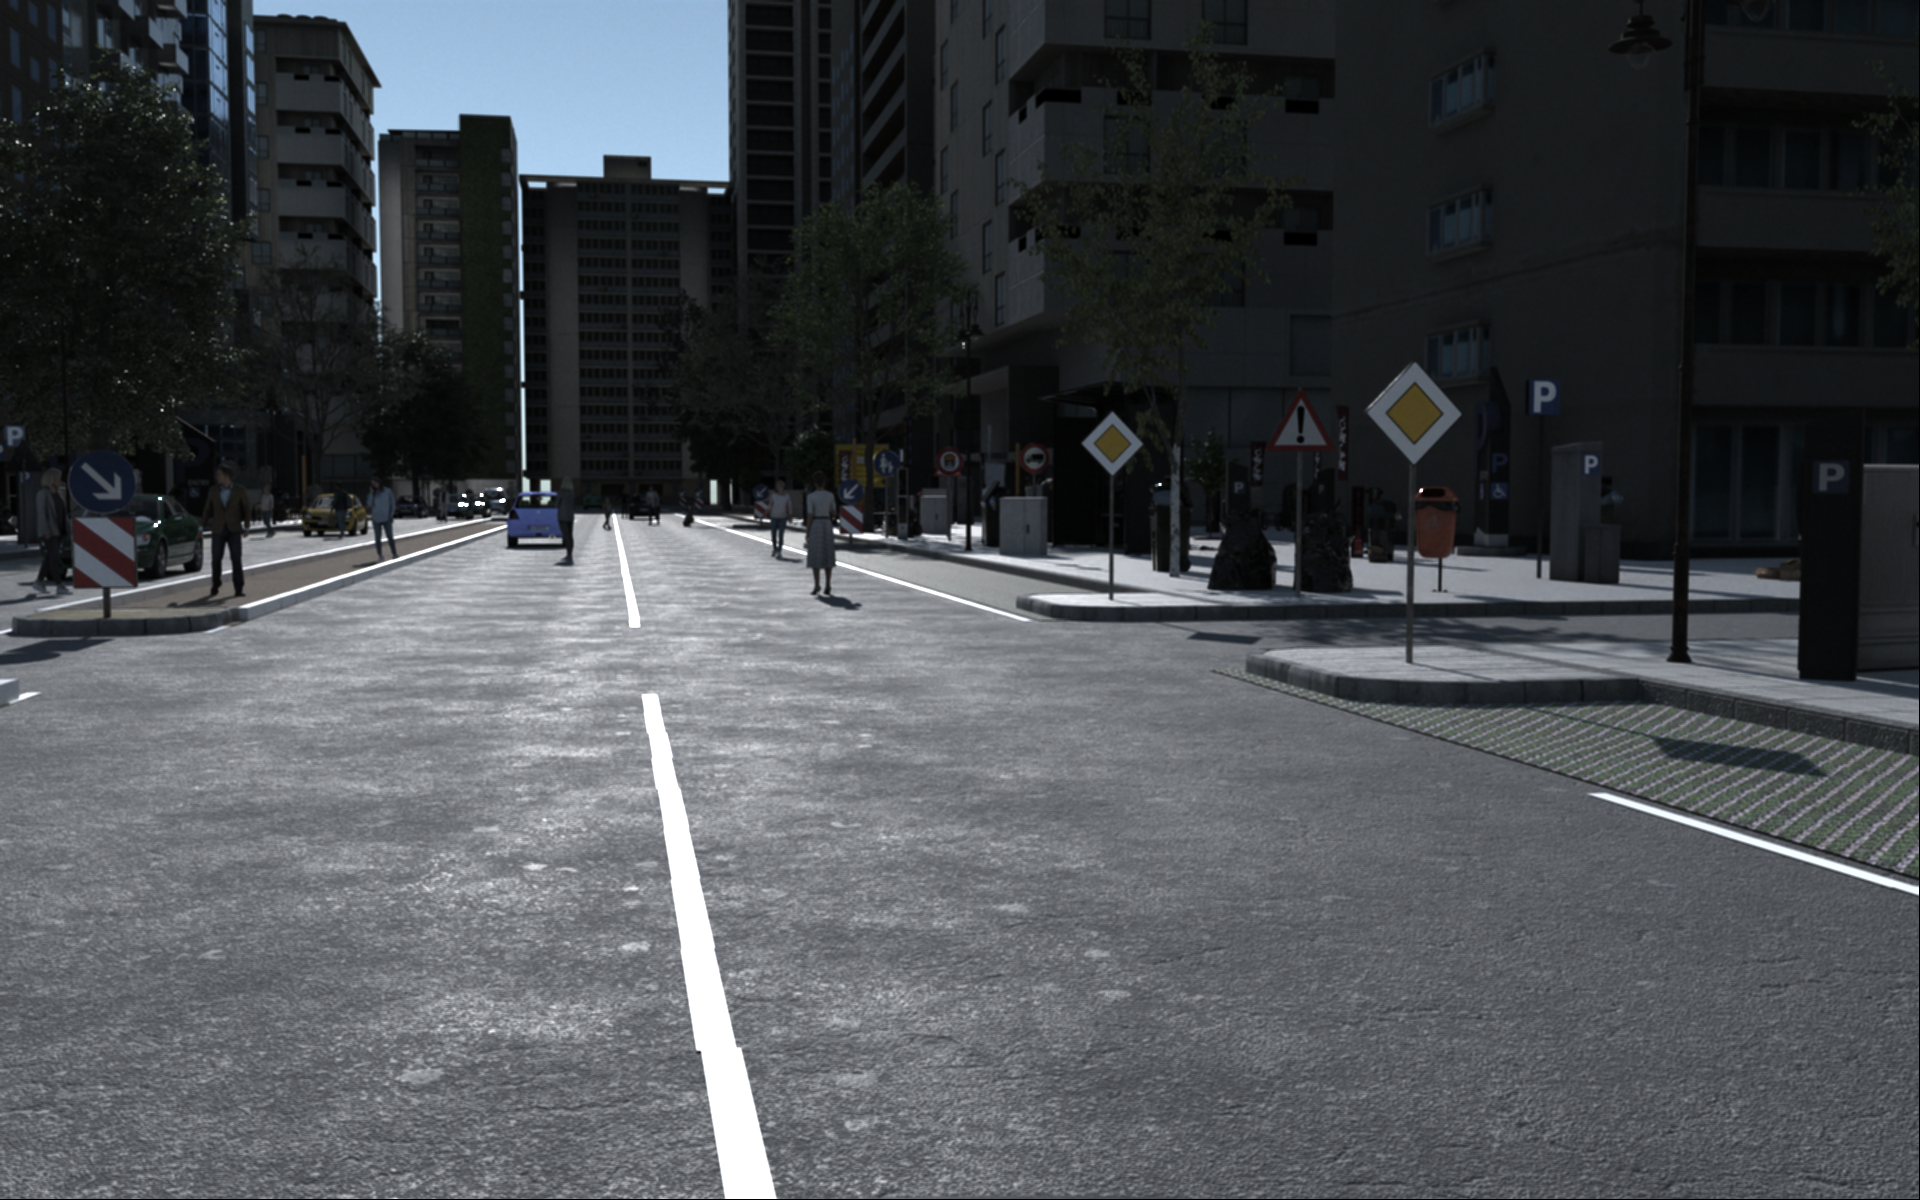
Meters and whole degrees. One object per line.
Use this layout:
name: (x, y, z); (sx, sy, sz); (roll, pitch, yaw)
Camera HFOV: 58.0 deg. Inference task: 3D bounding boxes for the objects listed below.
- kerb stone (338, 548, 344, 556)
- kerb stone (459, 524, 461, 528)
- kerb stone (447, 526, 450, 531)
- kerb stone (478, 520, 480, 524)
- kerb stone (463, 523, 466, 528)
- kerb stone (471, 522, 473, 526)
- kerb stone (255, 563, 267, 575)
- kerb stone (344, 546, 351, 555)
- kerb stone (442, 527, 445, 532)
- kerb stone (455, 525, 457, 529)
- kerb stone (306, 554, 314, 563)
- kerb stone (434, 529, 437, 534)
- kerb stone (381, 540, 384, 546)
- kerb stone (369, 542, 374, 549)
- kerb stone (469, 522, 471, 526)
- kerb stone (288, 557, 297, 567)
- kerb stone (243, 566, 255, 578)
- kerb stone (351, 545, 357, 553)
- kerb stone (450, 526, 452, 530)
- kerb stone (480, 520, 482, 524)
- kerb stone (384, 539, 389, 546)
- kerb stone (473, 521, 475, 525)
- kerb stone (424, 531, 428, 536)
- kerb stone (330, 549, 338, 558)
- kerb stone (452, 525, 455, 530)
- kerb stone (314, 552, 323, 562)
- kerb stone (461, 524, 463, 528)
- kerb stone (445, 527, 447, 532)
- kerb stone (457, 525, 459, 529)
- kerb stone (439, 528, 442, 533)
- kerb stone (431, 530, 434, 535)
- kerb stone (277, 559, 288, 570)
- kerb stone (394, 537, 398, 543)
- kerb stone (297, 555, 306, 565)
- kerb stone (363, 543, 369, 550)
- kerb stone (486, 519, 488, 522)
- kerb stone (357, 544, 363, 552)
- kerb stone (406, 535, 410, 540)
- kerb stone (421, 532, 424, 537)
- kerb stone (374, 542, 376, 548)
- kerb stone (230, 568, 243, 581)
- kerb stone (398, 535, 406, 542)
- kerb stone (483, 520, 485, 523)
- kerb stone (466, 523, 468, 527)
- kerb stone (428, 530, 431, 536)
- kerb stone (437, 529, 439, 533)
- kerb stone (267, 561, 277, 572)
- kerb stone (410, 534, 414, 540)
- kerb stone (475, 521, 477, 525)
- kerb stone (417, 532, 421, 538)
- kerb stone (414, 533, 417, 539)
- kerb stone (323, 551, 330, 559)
kerb stone: (-14.329, -1.073, 39.743); (0.120, 0.150, 1.000); (-1, 4, -11)
kerb stone: (-20.621, -2.979, 70.904); (0.120, 0.150, 1.000); (-1, 4, -11)
kerb stone: (-19.610, -2.672, 65.888); (0.120, 0.150, 1.000); (-1, 4, -11)
kerb stone: (-22.652, -3.594, 80.955); (0.120, 0.150, 1.000); (-1, 4, -11)
kerb stone: (-21.028, -3.100, 72.911); (0.120, 0.150, 1.000); (-1, 4, -11)
kerb stone: (-21.846, -3.345, 76.934); (0.120, 0.150, 1.000); (-1, 4, -11)
kerb stone: (-12.495, -0.521, 30.707); (0.120, 0.150, 1.000); (-1, 4, -11)
kerb stone: (-14.532, -1.133, 40.751); (0.120, 0.150, 1.000); (-1, 4, -11)
kerb stone: (-19.208, -2.550, 63.883); (0.120, 0.150, 1.000); (-1, 4, -11)
kerb stone: (-20.222, -2.856, 68.893); (0.120, 0.150, 1.000); (-1, 4, -11)
kerb stone: (-13.520, -0.828, 35.731); (0.120, 0.150, 1.000); (-1, 4, -11)
kerb stone: (-18.594, -2.365, 60.856); (0.120, 0.150, 1.000); (-1, 4, -11)
kerb stone: (-15.760, -1.503, 46.789); (0.120, 0.150, 1.000); (-1, 4, -11)
kerb stone: (-15.344, -1.374, 44.777); (0.120, 0.150, 1.000); (-1, 4, -11)
kerb stone: (-21.636, -3.286, 75.933); (0.120, 0.150, 1.000); (-1, 4, -11)
kerb stone: (-13.114, -0.705, 33.720); (0.120, 0.150, 1.000); (-1, 4, -11)
kerb stone: (-12.294, -0.458, 29.691); (0.120, 0.150, 1.000); (-1, 4, -11)
kerb stone: (-14.735, -1.193, 41.767); (0.120, 0.150, 1.000); (-1, 4, -11)
kerb stone: (-19.810, -2.734, 66.890); (0.120, 0.150, 1.000); (-1, 4, -11)
kerb stone: (-22.858, -3.651, 81.957); (0.120, 0.150, 1.000); (-1, 4, -11)
kerb stone: (-15.949, -1.566, 47.794); (0.120, 0.150, 1.000); (-1, 4, -11)
kerb stone: (-22.055, -3.401, 77.940); (0.120, 0.150, 1.000); (-1, 4, -11)
kerb stone: (-17.980, -2.180, 57.841); (0.120, 0.150, 1.000); (-1, 4, -11)
kerb stone: (-14.118, -1.007, 38.740); (0.120, 0.150, 1.000); (-1, 4, -11)
kerb stone: (-20.015, -2.795, 67.892); (0.120, 0.150, 1.000); (-1, 4, -11)
kerb stone: (-13.718, -0.889, 36.734); (0.120, 0.150, 1.000); (-1, 4, -11)
kerb stone: (-20.827, -3.040, 71.906); (0.120, 0.150, 1.000); (-1, 4, -11)
kerb stone: (-19.411, -2.611, 64.885); (0.120, 0.150, 1.000); (-1, 4, -11)
kerb stone: (-20.421, -2.916, 69.896); (0.120, 0.150, 1.000); (-1, 4, -11)
kerb stone: (-18.995, -2.488, 62.868); (0.120, 0.150, 1.000); (-1, 4, -11)
kerb stone: (-18.390, -2.302, 59.851); (0.120, 0.150, 1.000); (-1, 4, -11)
kerb stone: (-12.905, -0.643, 32.717); (0.120, 0.150, 1.000); (-1, 4, -11)
kerb stone: (-16.365, -1.688, 49.796); (0.120, 0.150, 1.000); (-1, 4, -11)
kerb stone: (-13.312, -0.767, 34.730); (0.120, 0.150, 1.000); (-1, 4, -11)
kerb stone: (-15.143, -1.320, 43.774); (0.120, 0.150, 1.000); (-1, 4, -11)
kerb stone: (-23.675, -3.901, 85.980); (0.120, 0.150, 1.000); (-1, 4, -11)
kerb stone: (-14.935, -1.259, 42.773); (0.120, 0.150, 1.000); (-1, 4, -11)
kerb stone: (-16.978, -1.871, 52.821); (0.120, 0.150, 1.000); (-1, 4, -11)
kerb stone: (-17.784, -2.117, 56.837); (0.120, 0.150, 1.000); (-1, 4, -11)
kerb stone: (-15.545, -1.442, 45.779); (0.120, 0.150, 1.000); (-1, 4, -11)
kerb stone: (-12.088, -0.396, 28.690); (0.120, 0.150, 1.000); (-1, 4, -11)
kerb stone: (-16.769, -1.812, 51.820); (0.120, 0.150, 1.000); (-1, 4, -11)
kerb stone: (-23.264, -3.777, 83.970); (0.120, 0.150, 1.000); (-1, 4, -11)
kerb stone: (-21.232, -3.159, 73.926); (0.120, 0.150, 1.000); (-1, 4, -11)
kerb stone: (-18.191, -2.242, 58.846); (0.120, 0.150, 1.000); (-1, 4, -11)
kerb stone: (-18.798, -2.426, 61.865); (0.120, 0.150, 1.000); (-1, 4, -11)
kerb stone: (-12.706, -0.582, 31.712); (0.120, 0.150, 1.000); (-1, 4, -11)
kerb stone: (-17.173, -1.935, 53.829); (0.120, 0.150, 1.000); (-1, 4, -11)
kerb stone: (-22.250, -3.471, 78.943); (0.120, 0.150, 1.000); (-1, 4, -11)
kerb stone: (-17.578, -2.054, 55.836); (0.120, 0.150, 1.000); (-1, 4, -11)
kerb stone: (-17.374, -1.996, 54.833); (0.120, 0.150, 1.000); (-1, 4, -11)
kerb stone: (-13.922, -0.943, 37.736); (0.120, 0.150, 1.000); (-1, 4, -11)
